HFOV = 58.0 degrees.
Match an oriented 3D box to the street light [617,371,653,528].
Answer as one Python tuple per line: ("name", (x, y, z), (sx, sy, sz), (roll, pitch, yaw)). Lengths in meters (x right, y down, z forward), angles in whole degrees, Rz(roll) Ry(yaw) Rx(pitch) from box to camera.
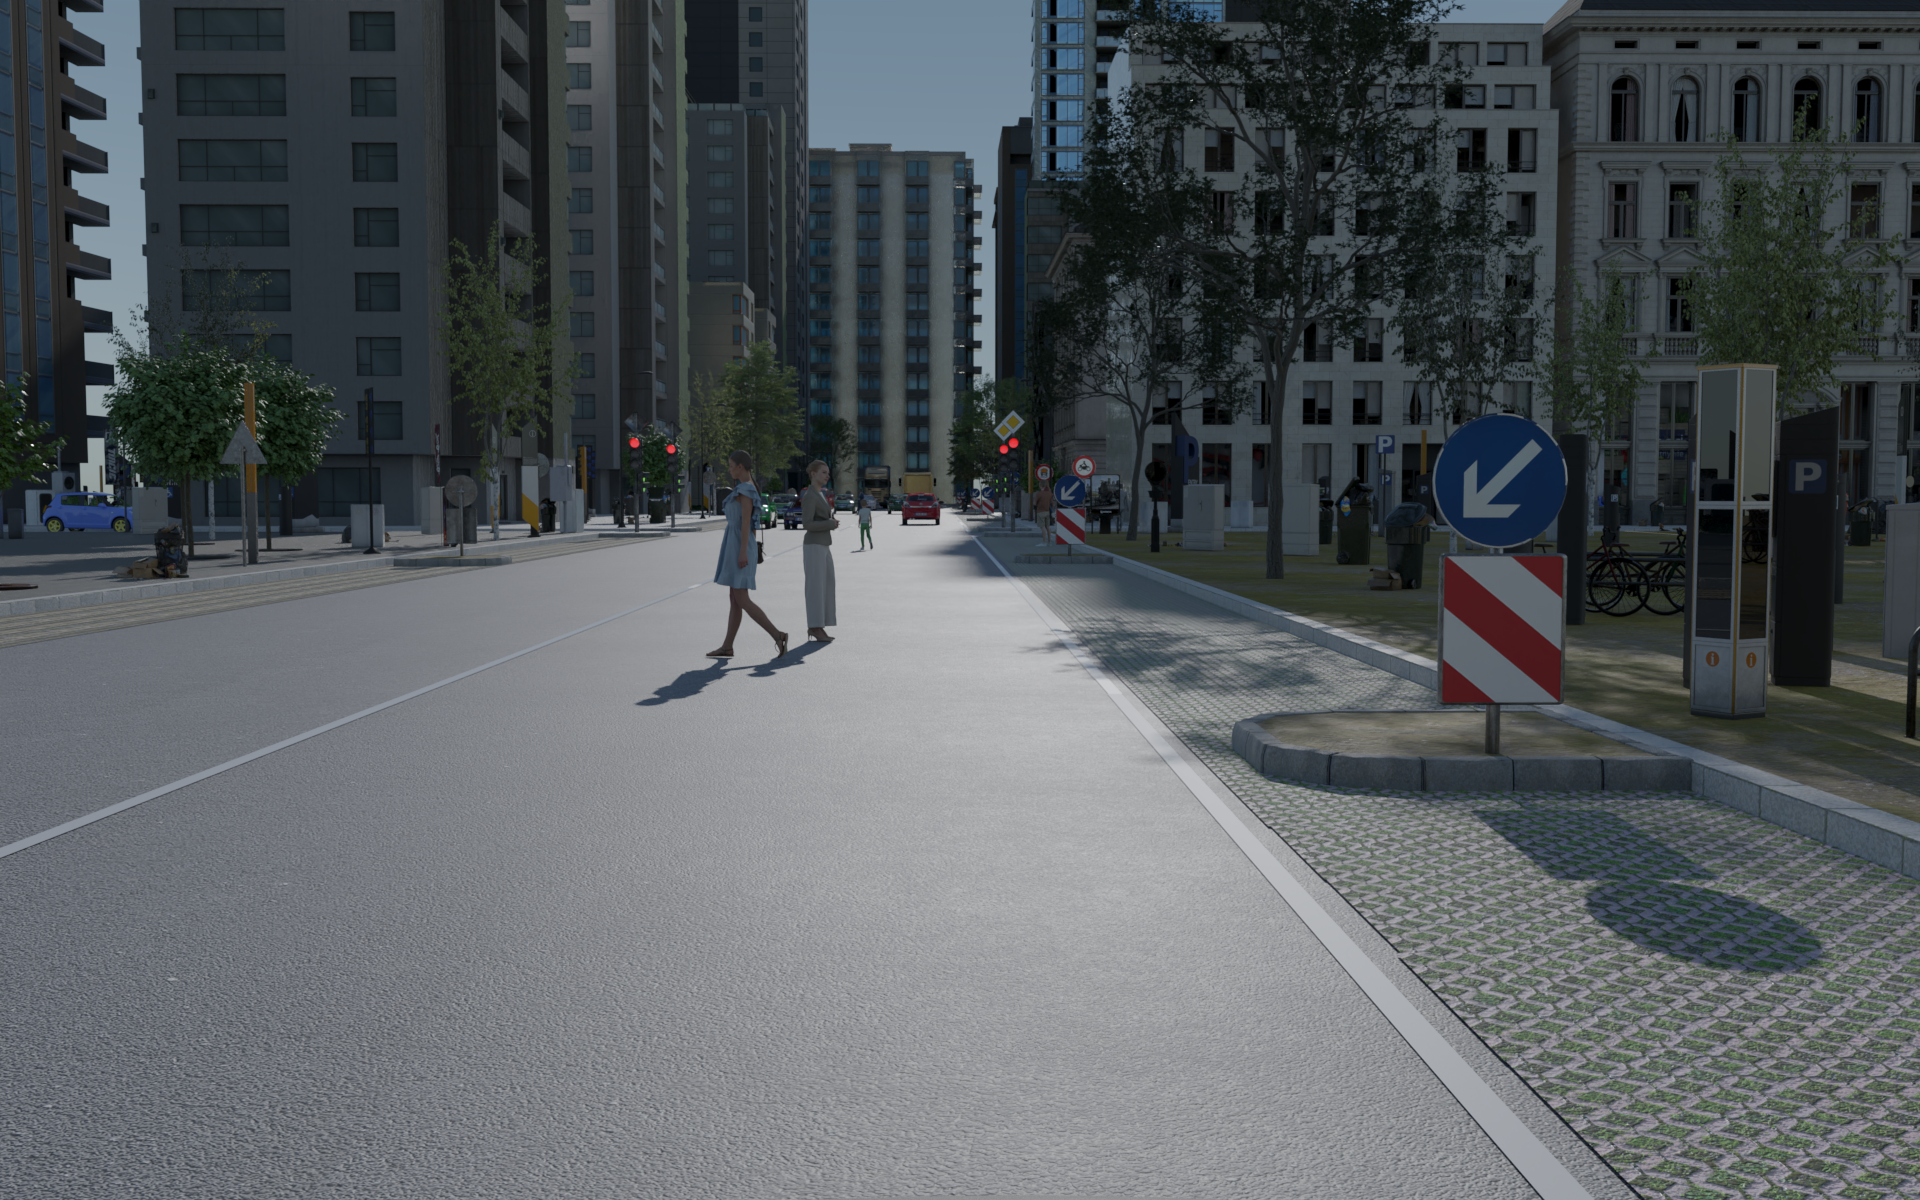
("street light", (-12.331, -5.700, 65.742), (1.470, 5.913, 1.316), (0, 4, -1))

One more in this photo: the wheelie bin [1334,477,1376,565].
("wheelie bin", (7.222, -1.450, 31.624), (0.693, 1.594, 0.980), (1, 4, 19))

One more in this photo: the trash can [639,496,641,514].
("trash can", (-19.759, -5.733, 105.384), (0.748, 1.137, 0.748), (0, 3, 0))

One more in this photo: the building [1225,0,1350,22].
("building", (33.111, -46.793, 203.323), (20.611, 71.187, 20.563), (0, 4, -1))

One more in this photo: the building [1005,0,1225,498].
("building", (16.371, -53.218, 182.784), (22.319, 86.520, 31.000), (0, 4, -1))

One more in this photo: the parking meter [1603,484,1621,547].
("parking meter", (15.775, -2.049, 41.913), (0.372, 1.533, 0.369), (0, 3, 0))

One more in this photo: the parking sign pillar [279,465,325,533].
("parking sign pillar", (-21.948, -4.231, 57.656), (1.447, 3.967, 1.447), (1, 4, 15))

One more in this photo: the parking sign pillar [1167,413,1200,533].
("parking sign pillar", (7.525, -4.242, 57.822), (1.447, 3.967, 1.447), (2, 4, 34))

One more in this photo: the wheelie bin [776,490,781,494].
("wheelie bin", (-14.248, -7.752, 134.650), (0.980, 1.594, 0.693), (0, 4, -5))

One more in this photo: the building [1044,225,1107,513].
("building", (11.168, -14.960, 109.231), (10.561, 19.102, 19.286), (0, 4, -1))

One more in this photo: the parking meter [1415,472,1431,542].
("parking meter", (12.509, -2.515, 46.829), (0.399, 1.863, 0.255), (0, 4, 7))

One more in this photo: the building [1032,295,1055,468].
("building", (13.870, -16.234, 132.882), (16.820, 18.784, 16.811), (0, 4, -1))

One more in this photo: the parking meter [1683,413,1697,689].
("parking meter", (4.912, -0.341, 11.291), (0.255, 1.863, 0.399), (0, 4, 6))

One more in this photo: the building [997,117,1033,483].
("building", (11.631, -34.032, 206.533), (14.600, 45.320, 14.200), (0, 4, -1))

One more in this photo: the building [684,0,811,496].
("building", (-28.459, -46.685, 201.550), (20.611, 71.187, 20.563), (0, 4, -1))

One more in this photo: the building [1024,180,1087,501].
("building", (12.920, -23.867, 161.924), (14.160, 30.474, 14.107), (0, 4, -1))

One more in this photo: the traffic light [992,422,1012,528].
("traffic light", (1.646, -4.719, 66.071), (0.839, 4.253, 0.868), (0, 4, -1))

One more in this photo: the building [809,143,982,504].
("building", (-12.297, -37.896, 239.200), (30.456, 49.044, 23.786), (0, 4, -1))

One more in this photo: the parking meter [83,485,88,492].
("parking meter", (-59.143, -6.817, 117.167), (0.255, 1.863, 0.399), (-2, 4, -34))

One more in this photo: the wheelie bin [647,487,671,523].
("wheelie bin", (-13.275, -4.167, 76.041), (0.980, 1.594, 0.693), (1, 4, 11))

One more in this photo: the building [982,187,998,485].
("building", (17.381, -35.703, 238.366), (28.867, 44.769, 22.147), (0, 4, -1))

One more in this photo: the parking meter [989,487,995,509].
("parking meter", (2.558, -8.096, 138.080), (0.255, 1.863, 0.399), (3, 5, 42))

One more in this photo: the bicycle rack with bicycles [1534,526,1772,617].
("bicycle rack with bicycles", (7.450, -0.332, 18.815), (2.925, 0.926, 2.852), (2, 4, 27))

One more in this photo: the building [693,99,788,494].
("building", (-25.251, -30.144, 176.444), (14.154, 41.232, 14.086), (0, 4, -1))

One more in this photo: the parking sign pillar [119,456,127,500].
("parking sign pillar", (-53.666, -7.515, 111.345), (1.447, 3.967, 1.447), (1, 4, 10))

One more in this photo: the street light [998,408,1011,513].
("street light", (2.729, -7.385, 93.282), (1.470, 5.913, 1.316), (0, 4, -1))

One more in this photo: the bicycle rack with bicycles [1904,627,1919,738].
("bicycle rack with bicycles", (6.200, 0.313, 8.273), (2.925, 0.926, 2.852), (-1, 4, -9))

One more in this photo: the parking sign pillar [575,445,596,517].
("parking sign pillar", (-20.809, -6.544, 95.471), (1.447, 3.967, 1.447), (1, 4, 9))

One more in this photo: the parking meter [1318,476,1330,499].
("parking meter", (11.749, -3.073, 55.948), (0.255, 1.863, 0.399), (2, 4, 35))

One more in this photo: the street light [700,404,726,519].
("street light", (-12.717, -7.127, 89.062), (1.470, 5.913, 1.316), (0, 4, -1))

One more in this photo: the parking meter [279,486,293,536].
("parking meter", (-20.869, -2.764, 53.598), (0.372, 1.533, 0.369), (0, 3, 0))

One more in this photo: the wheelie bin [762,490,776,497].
("wheelie bin", (-13.912, -7.111, 124.174), (0.693, 1.594, 0.980), (1, 4, 21))

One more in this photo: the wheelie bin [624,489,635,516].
("wheelie bin", (-19.521, -5.788, 102.549), (0.693, 1.594, 0.980), (-1, 4, -17))

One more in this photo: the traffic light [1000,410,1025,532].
("traffic light", (1.763, -4.230, 58.087), (0.839, 4.253, 0.868), (0, 4, -1))

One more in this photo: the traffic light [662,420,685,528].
("traffic light", (-10.914, -4.706, 65.872), (0.839, 4.253, 0.868), (0, 4, -1))

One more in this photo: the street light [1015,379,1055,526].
("street light", (3.107, -5.950, 69.828), (1.470, 5.913, 1.316), (0, 4, -1))

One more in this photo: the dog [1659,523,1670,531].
("dog", (25.006, -2.533, 61.601), (0.550, 0.427, 0.748), (1, 4, 14))

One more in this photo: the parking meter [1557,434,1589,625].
("parking meter", (6.041, -0.696, 17.086), (0.255, 1.863, 0.399), (2, 4, 24))

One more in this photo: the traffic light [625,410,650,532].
("traffic light", (-10.797, -4.218, 57.887), (0.839, 4.253, 0.868), (0, 4, -1))

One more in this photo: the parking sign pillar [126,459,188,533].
("parking sign pillar", (-26.398, -4.215, 57.389), (1.447, 3.967, 1.447), (2, 4, 23))

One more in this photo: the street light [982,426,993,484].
("street light", (2.389, -8.873, 117.613), (1.470, 5.913, 1.316), (0, 4, -1))

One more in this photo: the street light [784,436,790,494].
("street light", (-13.247, -10.000, 136.037), (1.470, 5.913, 1.316), (0, 4, -1))

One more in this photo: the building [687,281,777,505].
("building", (-31.650, -18.988, 155.498), (27.650, 21.520, 28.899), (0, 4, -1))

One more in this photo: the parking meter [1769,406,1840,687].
("parking meter", (5.638, -0.361, 11.617), (0.399, 1.863, 0.255), (1, 4, 19))

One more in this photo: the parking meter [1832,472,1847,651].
("parking meter", (6.990, -0.356, 14.234), (0.372, 1.533, 0.369), (0, 3, 0))

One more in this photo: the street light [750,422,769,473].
("street light", (-13.051, -8.548, 112.306), (1.470, 5.913, 1.316), (0, 4, -1))
